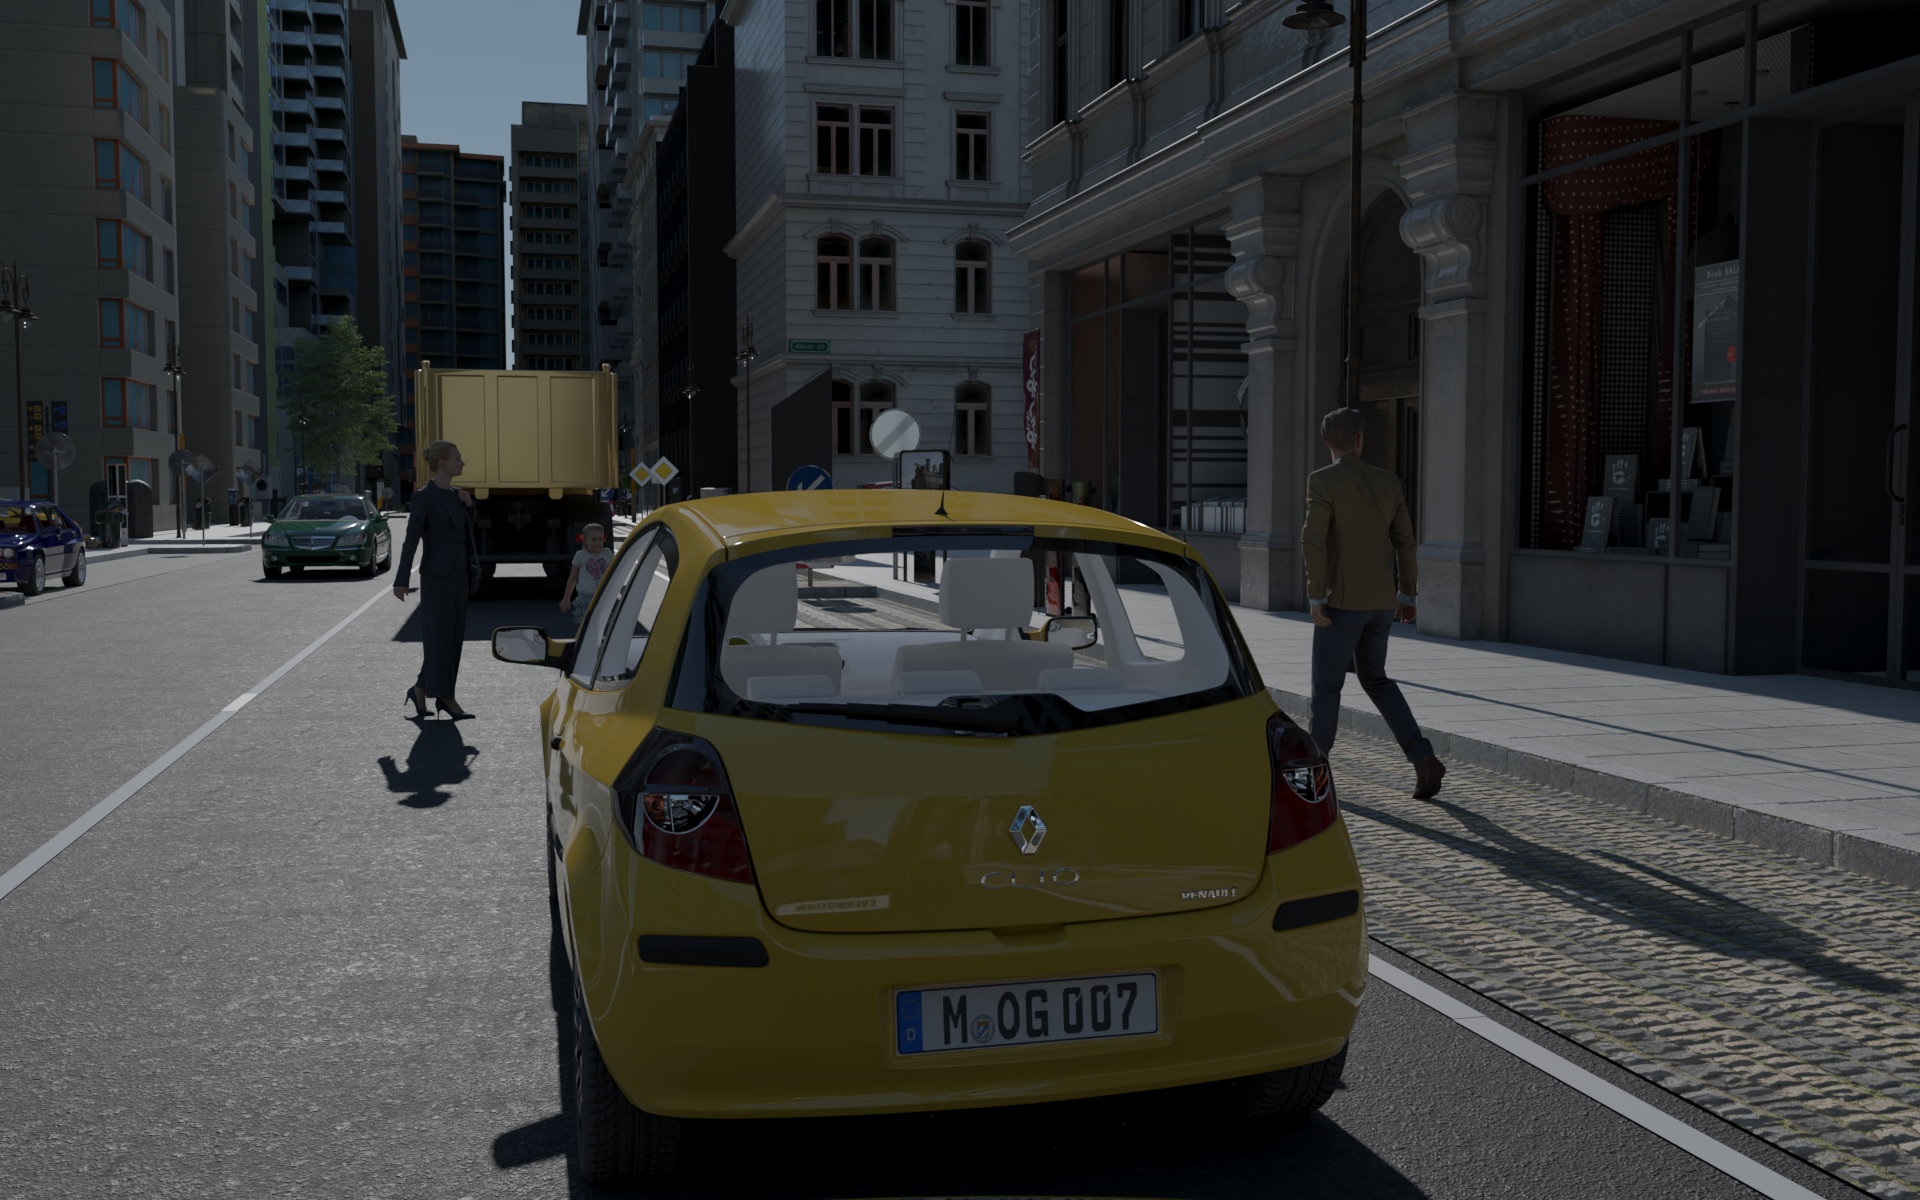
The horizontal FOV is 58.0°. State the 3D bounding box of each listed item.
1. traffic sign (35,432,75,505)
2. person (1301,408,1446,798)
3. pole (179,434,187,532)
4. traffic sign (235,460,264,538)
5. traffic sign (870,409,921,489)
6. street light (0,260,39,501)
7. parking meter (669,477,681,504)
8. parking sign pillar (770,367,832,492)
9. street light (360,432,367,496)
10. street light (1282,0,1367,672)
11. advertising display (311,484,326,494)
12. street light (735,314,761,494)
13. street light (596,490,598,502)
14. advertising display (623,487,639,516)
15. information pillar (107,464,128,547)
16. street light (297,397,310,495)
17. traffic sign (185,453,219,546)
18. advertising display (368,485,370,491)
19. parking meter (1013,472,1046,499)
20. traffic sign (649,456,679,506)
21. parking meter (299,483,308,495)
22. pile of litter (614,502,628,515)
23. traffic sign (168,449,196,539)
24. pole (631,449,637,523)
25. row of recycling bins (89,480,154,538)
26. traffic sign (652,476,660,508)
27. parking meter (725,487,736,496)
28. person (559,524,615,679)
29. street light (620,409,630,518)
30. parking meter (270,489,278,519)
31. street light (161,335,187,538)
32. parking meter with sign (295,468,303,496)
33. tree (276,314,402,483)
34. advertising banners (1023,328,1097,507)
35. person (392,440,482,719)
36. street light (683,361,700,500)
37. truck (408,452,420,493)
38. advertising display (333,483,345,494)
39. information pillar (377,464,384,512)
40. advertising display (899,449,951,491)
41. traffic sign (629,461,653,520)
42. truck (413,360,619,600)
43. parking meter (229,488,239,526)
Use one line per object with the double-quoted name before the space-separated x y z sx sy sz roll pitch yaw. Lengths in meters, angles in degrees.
"traffic sign" -18.601 -2.173 35.634 0.768 2.556 0.104 -1 4 -13
"person" 1.895 0.016 8.146 0.836 1.842 0.656 2 4 31
"pole" -26.251 -3.955 58.513 0.158 3.312 0.155 0 3 0
"traffic sign" -20.659 -2.861 50.416 0.795 2.450 0.064 -1 4 -14
"traffic sign" -0.966 -1.579 25.918 0.768 2.556 0.104 0 4 -7
"street light" -18.657 -3.766 34.366 0.468 5.910 1.993 -1 4 -14
"parking meter" -9.891 -3.327 60.104 0.399 1.863 0.255 -1 4 -13
"parking sign pillar" -3.395 -2.968 36.994 1.447 3.967 1.447 -1 4 -10
"street light" -39.525 -8.697 114.989 0.468 5.910 1.993 -1 4 -14
"street light" 2.821 -2.421 12.368 0.468 5.910 1.993 -1 4 -14
"advertising display" -42.103 -6.636 113.716 0.123 1.923 0.974 3 4 37
"street light" -5.465 -4.399 44.717 0.468 5.910 1.993 -1 4 -14
"street light" -26.297 -9.328 125.304 0.468 5.910 1.993 -1 4 -14
"advertising display" -19.647 -6.003 103.365 0.974 1.923 0.123 1 4 19
"information pillar" -20.450 -2.297 42.049 0.304 2.012 0.304 1 4 16
"street light" -31.234 -6.706 82.430 0.468 5.910 1.993 -1 4 -14
"traffic sign" -18.661 -2.388 42.684 0.795 2.450 0.064 -1 4 -14
"advertising display" -41.505 -7.123 121.676 0.123 1.923 0.974 -1 4 -17
"parking meter" 0.789 -0.691 19.708 0.372 1.533 0.369 0 3 0
"traffic sign" -7.768 -2.558 45.467 0.795 2.450 0.064 -1 4 -14
"parking meter" -33.741 -5.098 89.062 0.255 1.863 0.399 2 4 26
"pile of litter" -20.622 -5.564 104.930 1.719 0.858 1.176 1 4 18
"traffic sign" -22.124 -3.010 49.313 0.768 2.556 0.104 -1 4 -9
"pole" -14.638 -5.128 77.685 0.158 3.312 0.155 0 3 0
"row of recycling bins" -24.994 -2.714 51.494 1.069 1.692 3.534 -3 5 -43
"traffic sign" -11.948 -4.079 68.821 0.606 2.300 0.079 -1 4 -13
"parking meter" -7.883 -3.118 59.398 0.372 1.533 0.369 0 3 0
"person" -2.751 0.028 13.063 0.505 1.210 0.382 -3 4 -36
"street light" -17.884 -7.327 92.578 0.468 5.910 1.993 -1 4 -14
"parking meter" -35.848 -5.020 90.486 0.372 1.533 0.369 0 3 0
"street light" -22.819 -4.748 50.417 0.468 5.910 1.993 -1 4 -14
"parking meter with sign" -43.288 -7.182 113.681 0.543 3.016 1.738 -1 4 -21
"tree" -39.266 -11.691 109.268 7.486 12.596 7.792 0 3 0
"advertising banners" 0.995 -1.326 17.874 0.090 3.025 2.074 -1 4 -17
"person" -3.350 -0.130 11.050 0.534 1.772 0.576 0 4 -2
"street light" -9.307 -5.340 60.096 0.468 5.910 1.993 -1 4 -14
"truck" -29.686 -6.719 98.763 2.839 4.237 11.283 -1 4 -14
"advertising display" -35.485 -5.734 98.961 0.974 1.923 0.123 2 4 35
"information pillar" -41.056 -8.032 122.676 0.504 3.616 0.183 -3 5 -44
"advertising display" -0.513 -1.216 25.095 0.123 1.923 0.974 -3 5 -44
"traffic sign" -9.766 -3.031 53.199 0.795 2.450 0.064 -1 4 -14
"truck" -6.928 -1.908 27.115 3.469 3.379 9.791 -1 4 -14
"parking meter" -29.370 -3.771 70.062 0.372 1.533 0.369 0 3 0
